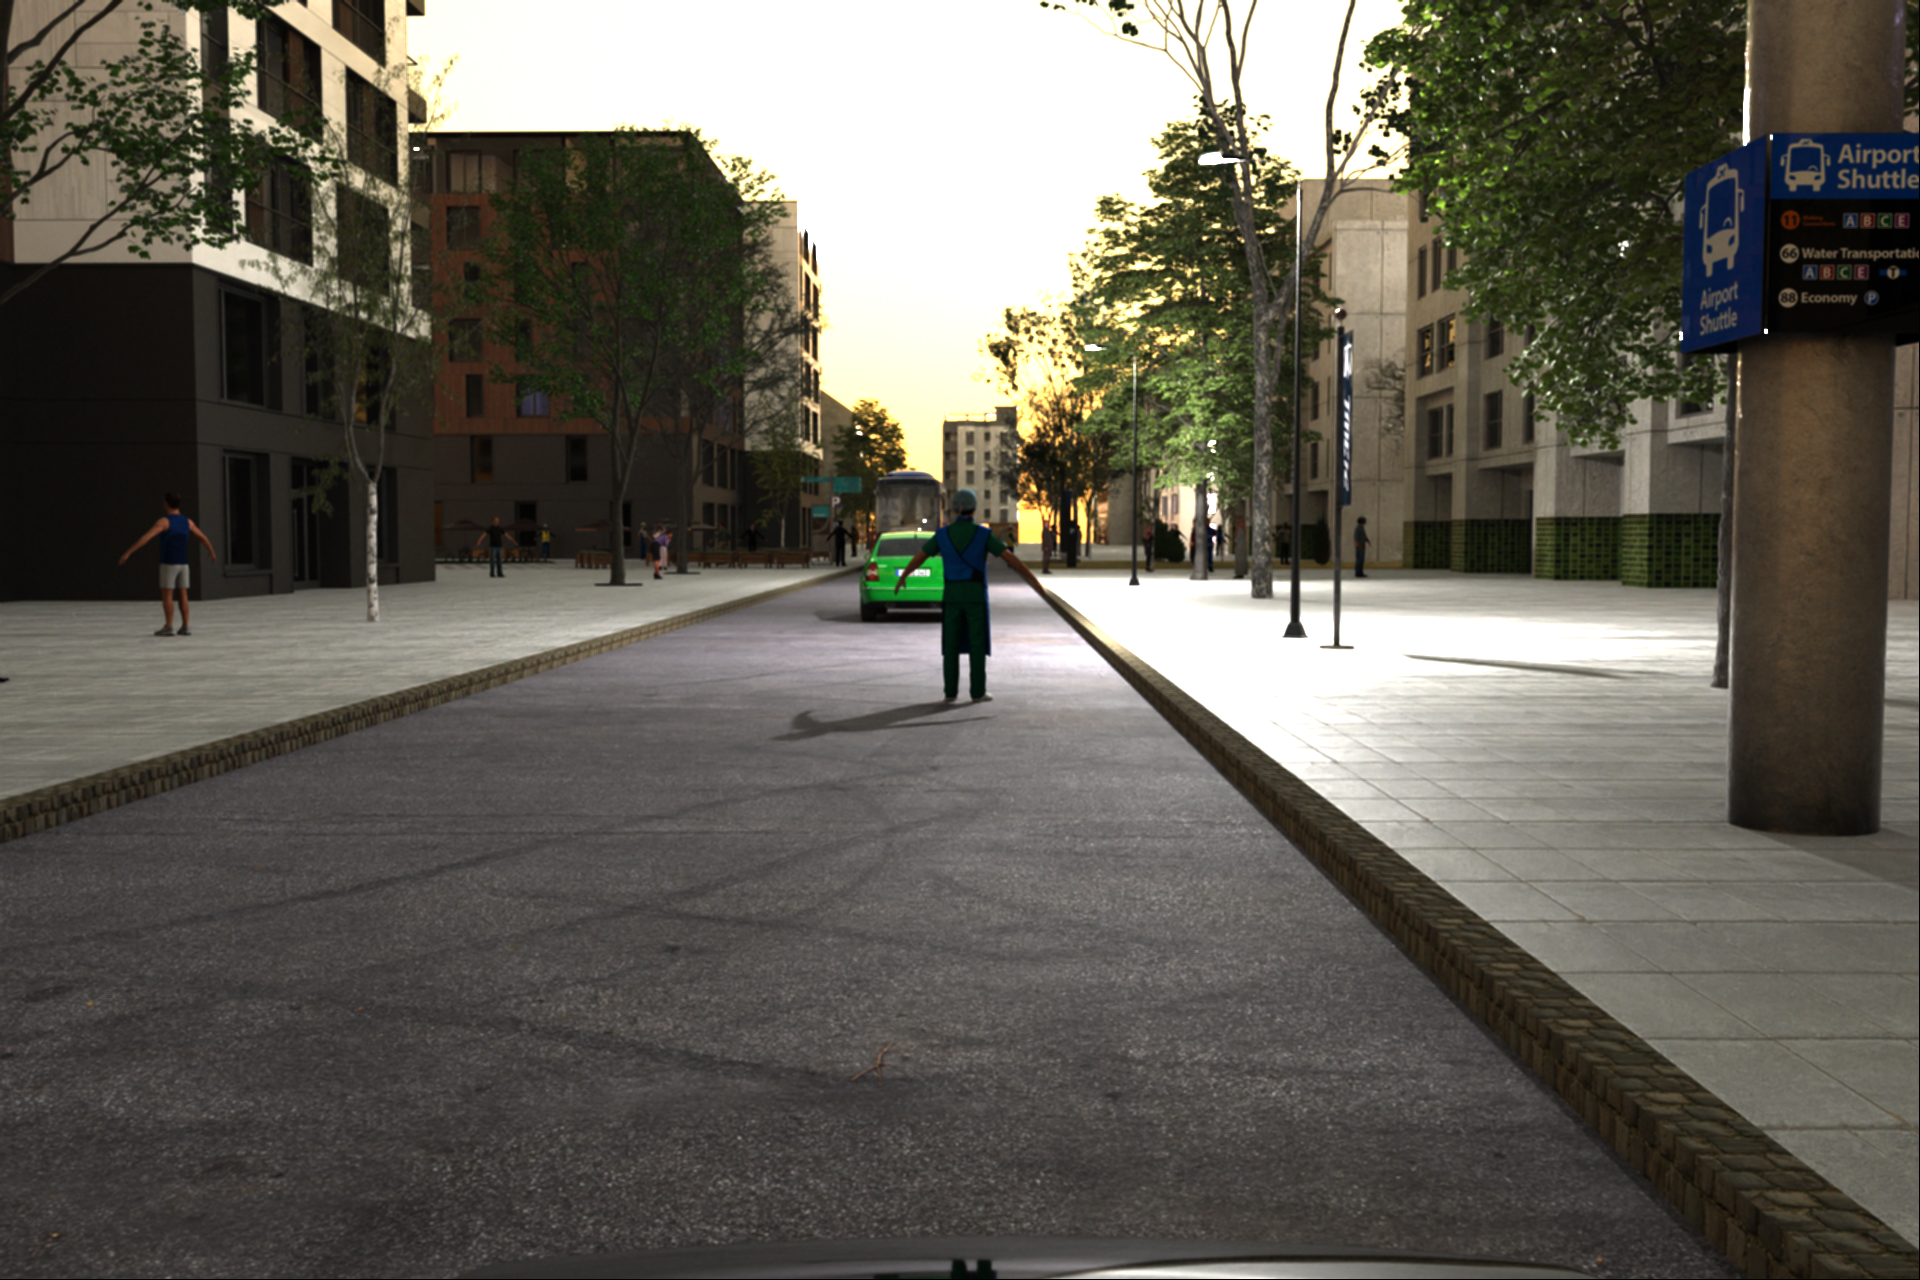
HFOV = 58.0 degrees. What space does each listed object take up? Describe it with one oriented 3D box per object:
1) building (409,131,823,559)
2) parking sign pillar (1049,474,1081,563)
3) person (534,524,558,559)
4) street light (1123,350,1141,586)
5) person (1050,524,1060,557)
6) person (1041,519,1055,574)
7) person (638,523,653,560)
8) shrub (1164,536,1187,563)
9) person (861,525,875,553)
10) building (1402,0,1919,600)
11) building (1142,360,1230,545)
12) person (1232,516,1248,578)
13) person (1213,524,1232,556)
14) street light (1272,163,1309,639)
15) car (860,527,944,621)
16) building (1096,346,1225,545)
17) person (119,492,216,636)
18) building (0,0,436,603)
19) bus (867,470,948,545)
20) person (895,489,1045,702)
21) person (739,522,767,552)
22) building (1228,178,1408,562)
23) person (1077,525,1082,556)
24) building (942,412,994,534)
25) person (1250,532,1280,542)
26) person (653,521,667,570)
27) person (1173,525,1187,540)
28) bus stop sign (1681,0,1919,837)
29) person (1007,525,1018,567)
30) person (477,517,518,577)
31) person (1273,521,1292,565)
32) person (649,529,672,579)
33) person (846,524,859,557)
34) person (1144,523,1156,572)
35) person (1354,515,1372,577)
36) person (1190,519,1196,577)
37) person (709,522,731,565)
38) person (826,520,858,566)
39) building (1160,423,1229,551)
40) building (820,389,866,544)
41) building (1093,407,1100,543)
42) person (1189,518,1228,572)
[{"bbox_3d":[-23.827,-15.939,104.584,27.936,21.610,32.646,0,4,1],"label":"building"},{"bbox_3d":[4.725,-5.475,77.994,1.447,3.967,1.447,0,4,0],"label":"parking sign pillar"},{"bbox_3d":[-20.995,-4.978,87.860,1.216,1.772,0.721,-1,4,-21],"label":"person"},{"bbox_3d":[4.842,-4.282,42.551,1.470,5.913,1.316,0,4,1],"label":"street light"},{"bbox_3d":[5.334,-5.657,98.642,1.345,1.843,0.704,-1,4,-22],"label":"person"},{"bbox_3d":[2.847,-3.025,56.062,0.434,1.755,0.990,1,4,11],"label":"person"},{"bbox_3d":[-15.498,-4.839,84.981,0.705,1.847,1.347,-3,4,-37],"label":"person"},{"bbox_3d":[9.460,-3.963,75.909,1.383,1.207,1.383,0,3,0],"label":"shrub"},{"bbox_3d":[-4.220,-4.633,82.552,1.217,1.733,0.721,2,4,33],"label":"person"},{"bbox_3d":[24.803,-11.153,48.817,16.747,18.905,31.486,0,4,1],"label":"building"},{"bbox_3d":[25.732,-20.717,195.141,16.016,20.090,11.380,0,4,0],"label":"building"},{"bbox_3d":[8.117,-2.703,50.338,0.704,1.811,1.347,1,4,17],"label":"person"},{"bbox_3d":[15.052,-5.782,100.313,1.354,1.856,0.705,-1,4,-9],"label":"person"},{"bbox_3d":[4.679,-2.976,21.205,1.470,5.913,1.316,0,4,0],"label":"street light"},{"bbox_3d":[-0.714,-1.284,29.786,1.959,1.807,4.718,0,4,1],"label":"car"},{"bbox_3d":[26.438,-23.103,208.666,19.493,23.208,18.063,0,4,0],"label":"building"},{"bbox_3d":[-9.949,-0.961,21.884,0.704,1.807,1.345,2,4,30],"label":"person"},{"bbox_3d":[-28.482,-11.412,30.563,27.936,21.610,32.646,0,4,1],"label":"building"},{"bbox_3d":[-1.900,-4.813,70.246,2.896,3.916,12.251,0,4,1],"label":"bus"},{"bbox_3d":[0.056,-0.384,14.868,1.347,1.817,0.704,1,4,16],"label":"person"},{"bbox_3d":[-9.428,-4.437,78.723,1.347,1.806,0.705,-1,4,-23],"label":"person"},{"bbox_3d":[25.480,-13.966,94.802,16.747,18.905,31.486,0,4,0],"label":"building"},{"bbox_3d":[6.954,-5.864,102.059,0.705,1.806,1.347,2,4,26],"label":"person"},{"bbox_3d":[-2.255,-24.459,258.785,11.380,20.090,16.016,-1,4,-9],"label":"building"},{"bbox_3d":[13.914,-4.454,79.047,1.346,1.802,0.704,0,4,8],"label":"person"},{"bbox_3d":[-10.674,-3.359,61.639,0.551,1.740,0.621,-1,4,-16],"label":"person"},{"bbox_3d":[12.764,-5.870,102.107,1.346,1.812,0.704,-1,4,-21],"label":"person"},{"bbox_3d":[3.716,-1.133,7.535,0.837,3.901,0.837,0,4,0],"label":"bus stop sign"},{"bbox_3d":[2.220,-4.047,74.597,0.705,1.833,1.349,-1,4,-12],"label":"person"},{"bbox_3d":[-13.833,-2.781,51.679,1.348,1.803,0.705,-3,5,-45],"label":"person"},{"bbox_3d":[13.714,-4.089,72.978,1.348,1.813,0.705,-2,4,-25],"label":"person"},{"bbox_3d":[-8.524,-2.451,49.354,0.697,1.427,0.421,-3,4,-36],"label":"person"},{"bbox_3d":[-6.030,-5.651,98.154,0.705,1.858,1.354,-2,4,-31],"label":"person"},{"bbox_3d":[6.517,-3.162,59.209,0.415,1.643,0.593,-1,4,-20],"label":"person"},{"bbox_3d":[11.974,-2.802,51.653,0.704,1.849,1.345,2,4,30],"label":"person"},{"bbox_3d":[6.851,-2.695,50.868,0.721,1.729,1.215,1,4,11],"label":"person"},{"bbox_3d":[-9.974,-4.051,72.503,0.705,1.796,1.348,2,4,32],"label":"person"},{"bbox_3d":[-4.752,-3.863,69.102,1.347,1.837,0.705,1,4,16],"label":"person"},{"bbox_3d":[20.701,-11.382,128.240,9.099,9.664,28.070,0,4,0],"label":"building"},{"bbox_3d":[-22.494,-24.496,231.436,19.493,23.208,18.063,0,4,1],"label":"building"},{"bbox_3d":[27.391,-22.462,233.715,16.747,18.905,31.486,0,4,1],"label":"building"},{"bbox_3d":[8.405,-3.227,58.741,1.345,1.831,0.704,-1,4,-10],"label":"person"}]
